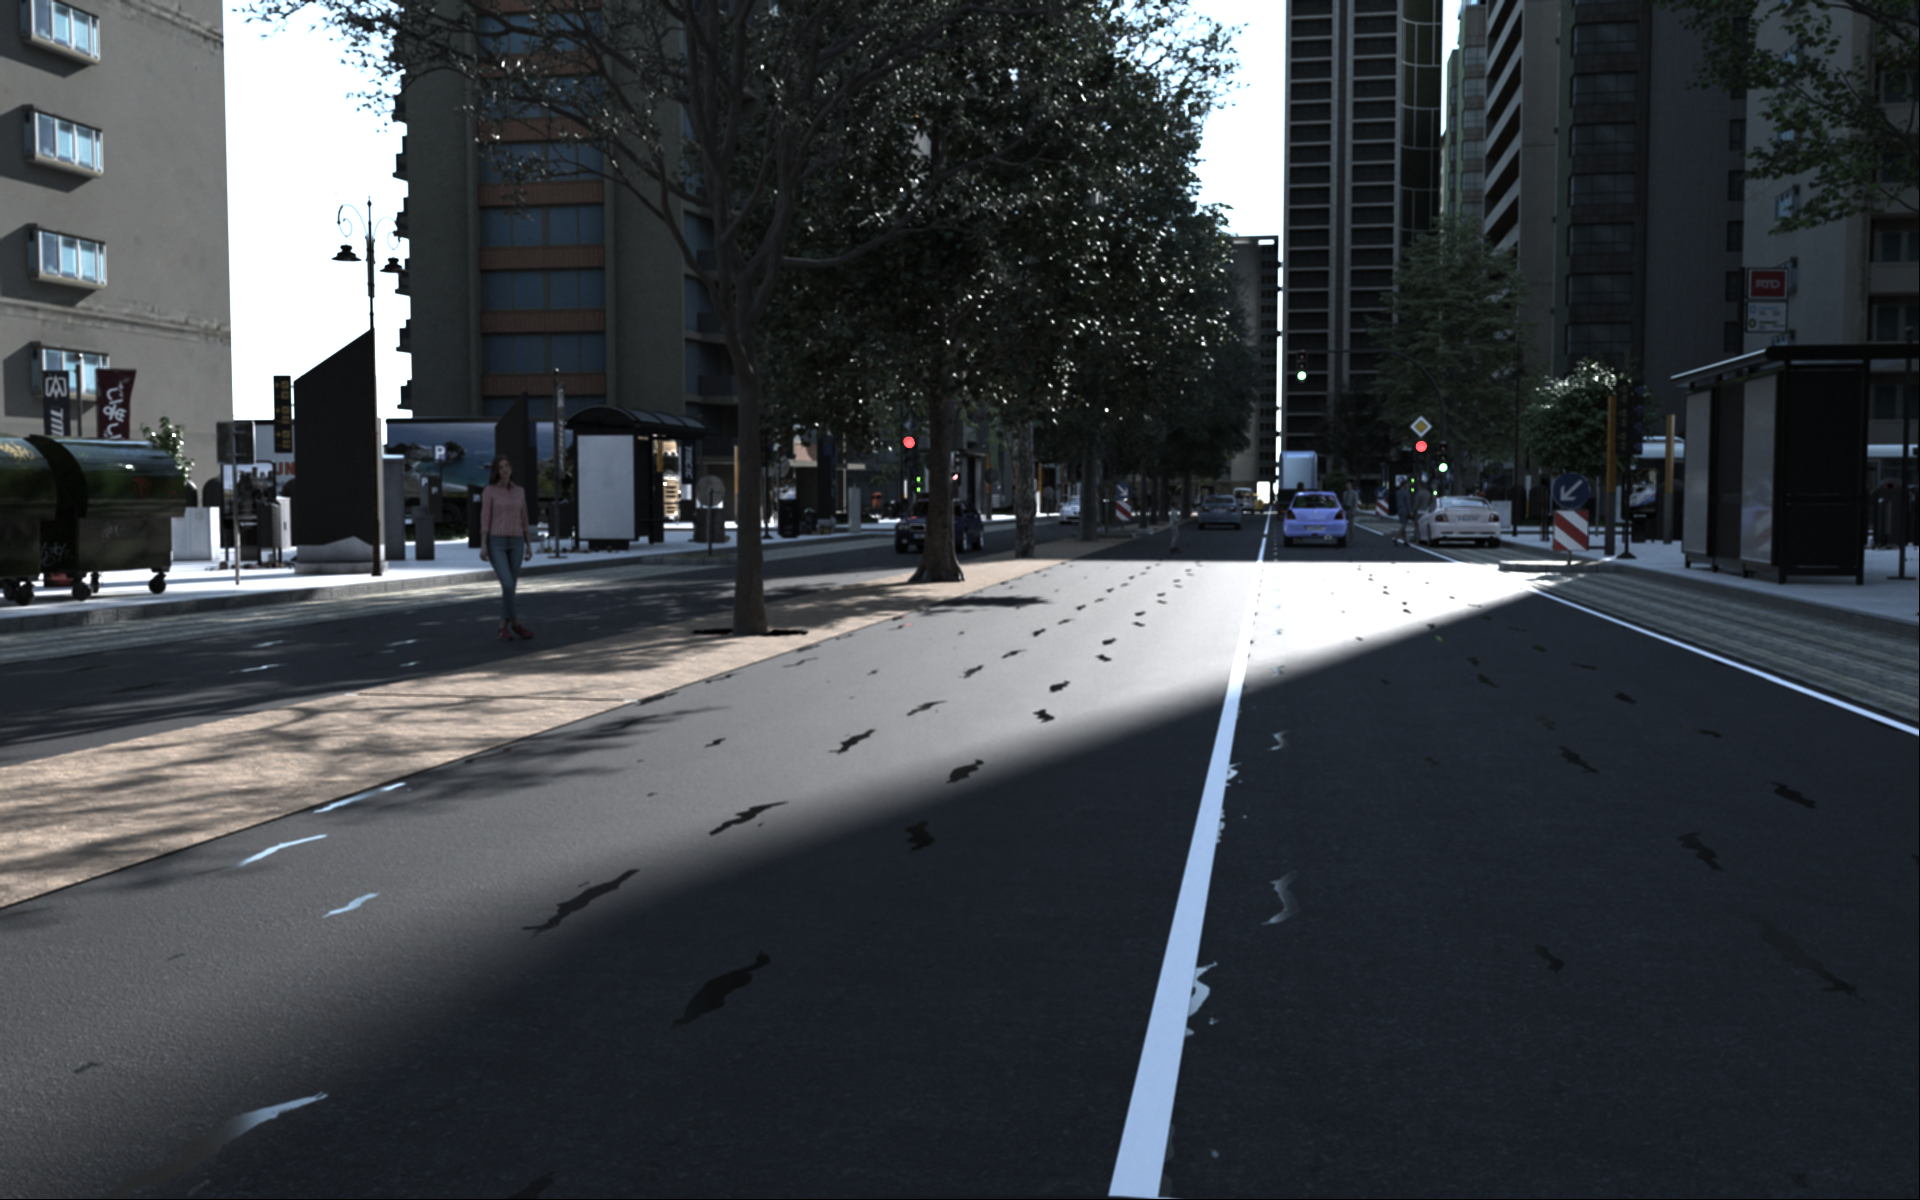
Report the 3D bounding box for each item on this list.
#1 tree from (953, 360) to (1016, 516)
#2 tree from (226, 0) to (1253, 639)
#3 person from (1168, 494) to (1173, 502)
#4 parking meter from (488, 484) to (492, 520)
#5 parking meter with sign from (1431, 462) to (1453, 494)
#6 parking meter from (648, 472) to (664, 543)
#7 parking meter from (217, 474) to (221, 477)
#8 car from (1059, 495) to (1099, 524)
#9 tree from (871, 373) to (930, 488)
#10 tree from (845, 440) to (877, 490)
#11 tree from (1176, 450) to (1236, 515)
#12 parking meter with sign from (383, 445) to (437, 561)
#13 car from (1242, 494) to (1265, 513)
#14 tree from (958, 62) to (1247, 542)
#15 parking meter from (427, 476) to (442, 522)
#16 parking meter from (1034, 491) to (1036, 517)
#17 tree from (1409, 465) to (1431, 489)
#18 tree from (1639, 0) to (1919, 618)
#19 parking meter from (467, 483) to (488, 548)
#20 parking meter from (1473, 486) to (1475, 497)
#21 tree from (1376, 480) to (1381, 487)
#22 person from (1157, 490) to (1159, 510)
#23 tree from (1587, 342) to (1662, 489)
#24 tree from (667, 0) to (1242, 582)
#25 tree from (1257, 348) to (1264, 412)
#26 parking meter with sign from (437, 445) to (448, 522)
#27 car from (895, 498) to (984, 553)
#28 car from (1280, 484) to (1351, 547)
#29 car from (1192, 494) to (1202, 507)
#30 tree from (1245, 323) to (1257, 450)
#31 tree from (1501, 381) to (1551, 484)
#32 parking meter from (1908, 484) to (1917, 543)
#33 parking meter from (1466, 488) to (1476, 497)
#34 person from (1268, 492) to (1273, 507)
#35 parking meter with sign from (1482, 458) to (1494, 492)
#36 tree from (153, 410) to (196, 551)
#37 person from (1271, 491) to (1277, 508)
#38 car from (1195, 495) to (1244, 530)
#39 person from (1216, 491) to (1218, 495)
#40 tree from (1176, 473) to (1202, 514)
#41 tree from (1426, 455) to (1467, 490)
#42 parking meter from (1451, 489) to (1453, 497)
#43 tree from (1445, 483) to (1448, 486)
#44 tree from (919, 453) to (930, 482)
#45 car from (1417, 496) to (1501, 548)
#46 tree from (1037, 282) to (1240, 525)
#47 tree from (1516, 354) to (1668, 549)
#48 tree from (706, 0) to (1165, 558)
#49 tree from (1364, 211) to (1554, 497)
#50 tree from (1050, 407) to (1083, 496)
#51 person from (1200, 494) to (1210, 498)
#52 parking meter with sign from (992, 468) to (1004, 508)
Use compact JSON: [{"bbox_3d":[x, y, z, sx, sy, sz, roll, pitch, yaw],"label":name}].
[{"bbox_3d":[3.288,-10.815,102.581,9.928,11.665,9.643,0,3,0],"label":"tree"},{"bbox_3d":[-2.130,-6.375,17.061,12.009,13.543,11.850,0,3,0],"label":"tree"},{"bbox_3d":[19.339,-9.072,160.089,1.065,1.426,0.557,-1,4,-11],"label":"person"},{"bbox_3d":[-11.654,-2.129,43.219,0.372,1.533,0.369,0,3,0],"label":"parking meter"},{"bbox_3d":[25.793,-5.945,93.464,1.738,3.016,0.543,0,4,3],"label":"parking meter with sign"},{"bbox_3d":[-8.058,-2.454,45.828,0.399,1.863,0.255,3,4,36],"label":"parking meter"},{"bbox_3d":[-21.704,-2.768,50.974,0.255,1.863,0.399,-1,4,-8],"label":"parking meter"},{"bbox_3d":[5.884,-4.338,83.283,2.083,1.381,4.827,1,4,10],"label":"car"},{"bbox_3d":[-2.097,-7.351,70.544,4.737,8.622,4.395,0,3,0],"label":"tree"},{"bbox_3d":[-7.025,-10.092,115.366,4.360,8.622,3.978,0,3,0],"label":"tree"},{"bbox_3d":[15.656,-12.110,118.587,7.486,12.596,7.792,0,3,0],"label":"tree"},{"bbox_3d":[-11.092,-2.278,33.499,1.738,3.016,0.543,-1,4,-15],"label":"parking meter with sign"},{"bbox_3d":[21.978,-7.347,130.348,2.015,1.641,3.980,1,4,9],"label":"car"},{"bbox_3d":[3.823,-8.725,51.769,9.857,13.997,8.962,0,3,0],"label":"tree"},{"bbox_3d":[-16.738,-3.026,55.187,0.399,1.863,0.255,-2,4,-26],"label":"parking meter"},{"bbox_3d":[4.186,-5.549,99.143,0.372,1.533,0.369,0,3,0],"label":"parking meter"},{"bbox_3d":[26.658,-6.433,99.784,1.663,3.219,1.824,0,3,0],"label":"tree"},{"bbox_3d":[10.709,-5.611,17.489,9.928,11.665,9.643,0,3,0],"label":"tree"},{"bbox_3d":[-11.536,-2.010,41.274,0.372,1.533,0.369,0,3,0],"label":"parking meter"},{"bbox_3d":[33.439,-6.520,112.320,0.255,1.863,0.399,-2,4,-32],"label":"parking meter"},{"bbox_3d":[31.885,-8.263,129.698,1.663,3.219,1.824,0,3,0],"label":"tree"},{"bbox_3d":[17.893,-8.973,155.745,0.750,1.759,0.617,-2,4,-24],"label":"person"},{"bbox_3d":[32.185,-8.234,84.995,4.737,8.622,4.395,0,3,0],"label":"tree"},{"bbox_3d":[-0.316,-6.650,28.189,9.611,12.733,9.660,0,3,0],"label":"tree"},{"bbox_3d":[13.024,-11.677,100.023,9.857,13.997,8.962,0,3,0],"label":"tree"},{"bbox_3d":[-18.562,-3.932,60.545,0.543,3.016,1.738,1,4,13],"label":"parking meter with sign"},{"bbox_3d":[-0.499,-1.880,43.326,1.945,1.354,3.894,1,4,10],"label":"car"},{"bbox_3d":[9.874,-2.357,48.131,1.945,1.707,3.694,1,4,12],"label":"car"},{"bbox_3d":[24.359,-10.318,178.483,2.009,1.686,4.222,1,4,9],"label":"car"},{"bbox_3d":[10.501,-11.015,89.202,9.857,13.997,8.962,0,3,0],"label":"tree"},{"bbox_3d":[36.733,-9.801,110.603,4.737,8.622,4.395,0,3,0],"label":"tree"},{"bbox_3d":[24.996,-2.279,45.669,0.372,1.533,0.369,0,3,0],"label":"parking meter"},{"bbox_3d":[23.304,-4.326,79.135,0.372,1.533,0.369,0,3,0],"label":"parking meter"},{"bbox_3d":[34.406,-11.104,191.526,0.593,1.643,0.415,0,4,4],"label":"person"},{"bbox_3d":[25.836,-5.422,84.905,0.543,3.016,1.738,1,4,14],"label":"parking meter with sign"},{"bbox_3d":[-18.003,-2.745,39.489,1.663,3.219,1.824,0,3,0],"label":"tree"},{"bbox_3d":[31.400,-10.014,172.678,0.683,1.767,0.568,-2,4,-28],"label":"person"},{"bbox_3d":[10.664,-3.615,71.111,2.014,1.417,4.499,1,4,9],"label":"car"},{"bbox_3d":[30.015,-11.808,201.430,0.599,1.838,0.709,1,4,8],"label":"person"},{"bbox_3d":[17.246,-10.533,125.036,4.360,8.622,3.978,0,3,0],"label":"tree"},{"bbox_3d":[34.149,-8.512,122.892,4.285,4.588,4.351,0,3,0],"label":"tree"},{"bbox_3d":[24.588,-4.748,86.033,0.372,1.533,0.369,0,3,0],"label":"parking meter"},{"bbox_3d":[32.287,-7.521,117.562,1.663,3.219,1.824,0,3,0],"label":"tree"},{"bbox_3d":[-1.469,-7.893,112.765,4.285,4.588,4.351,0,3,0],"label":"tree"},{"bbox_3d":[13.630,-2.144,47.410,2.083,1.381,4.827,1,4,9],"label":"car"},{"bbox_3d":[8.981,-9.233,79.166,9.928,11.665,9.643,0,3,0],"label":"tree"},{"bbox_3d":[14.874,-3.501,40.949,4.285,4.588,4.351,0,3,0],"label":"tree"},{"bbox_3d":[0.408,-11.062,39.202,12.611,20.169,13.585,0,3,0],"label":"tree"},{"bbox_3d":[19.835,-9.307,70.293,7.486,12.596,7.792,0,3,0],"label":"tree"},{"bbox_3d":[8.251,-10.910,128.736,4.360,8.622,3.978,0,3,0],"label":"tree"},{"bbox_3d":[23.308,-9.498,163.891,1.348,1.812,0.705,1,4,13],"label":"person"},{"bbox_3d":[2.467,-7.323,115.988,0.543,3.016,1.738,-2,4,-25],"label":"parking meter with sign"}]
